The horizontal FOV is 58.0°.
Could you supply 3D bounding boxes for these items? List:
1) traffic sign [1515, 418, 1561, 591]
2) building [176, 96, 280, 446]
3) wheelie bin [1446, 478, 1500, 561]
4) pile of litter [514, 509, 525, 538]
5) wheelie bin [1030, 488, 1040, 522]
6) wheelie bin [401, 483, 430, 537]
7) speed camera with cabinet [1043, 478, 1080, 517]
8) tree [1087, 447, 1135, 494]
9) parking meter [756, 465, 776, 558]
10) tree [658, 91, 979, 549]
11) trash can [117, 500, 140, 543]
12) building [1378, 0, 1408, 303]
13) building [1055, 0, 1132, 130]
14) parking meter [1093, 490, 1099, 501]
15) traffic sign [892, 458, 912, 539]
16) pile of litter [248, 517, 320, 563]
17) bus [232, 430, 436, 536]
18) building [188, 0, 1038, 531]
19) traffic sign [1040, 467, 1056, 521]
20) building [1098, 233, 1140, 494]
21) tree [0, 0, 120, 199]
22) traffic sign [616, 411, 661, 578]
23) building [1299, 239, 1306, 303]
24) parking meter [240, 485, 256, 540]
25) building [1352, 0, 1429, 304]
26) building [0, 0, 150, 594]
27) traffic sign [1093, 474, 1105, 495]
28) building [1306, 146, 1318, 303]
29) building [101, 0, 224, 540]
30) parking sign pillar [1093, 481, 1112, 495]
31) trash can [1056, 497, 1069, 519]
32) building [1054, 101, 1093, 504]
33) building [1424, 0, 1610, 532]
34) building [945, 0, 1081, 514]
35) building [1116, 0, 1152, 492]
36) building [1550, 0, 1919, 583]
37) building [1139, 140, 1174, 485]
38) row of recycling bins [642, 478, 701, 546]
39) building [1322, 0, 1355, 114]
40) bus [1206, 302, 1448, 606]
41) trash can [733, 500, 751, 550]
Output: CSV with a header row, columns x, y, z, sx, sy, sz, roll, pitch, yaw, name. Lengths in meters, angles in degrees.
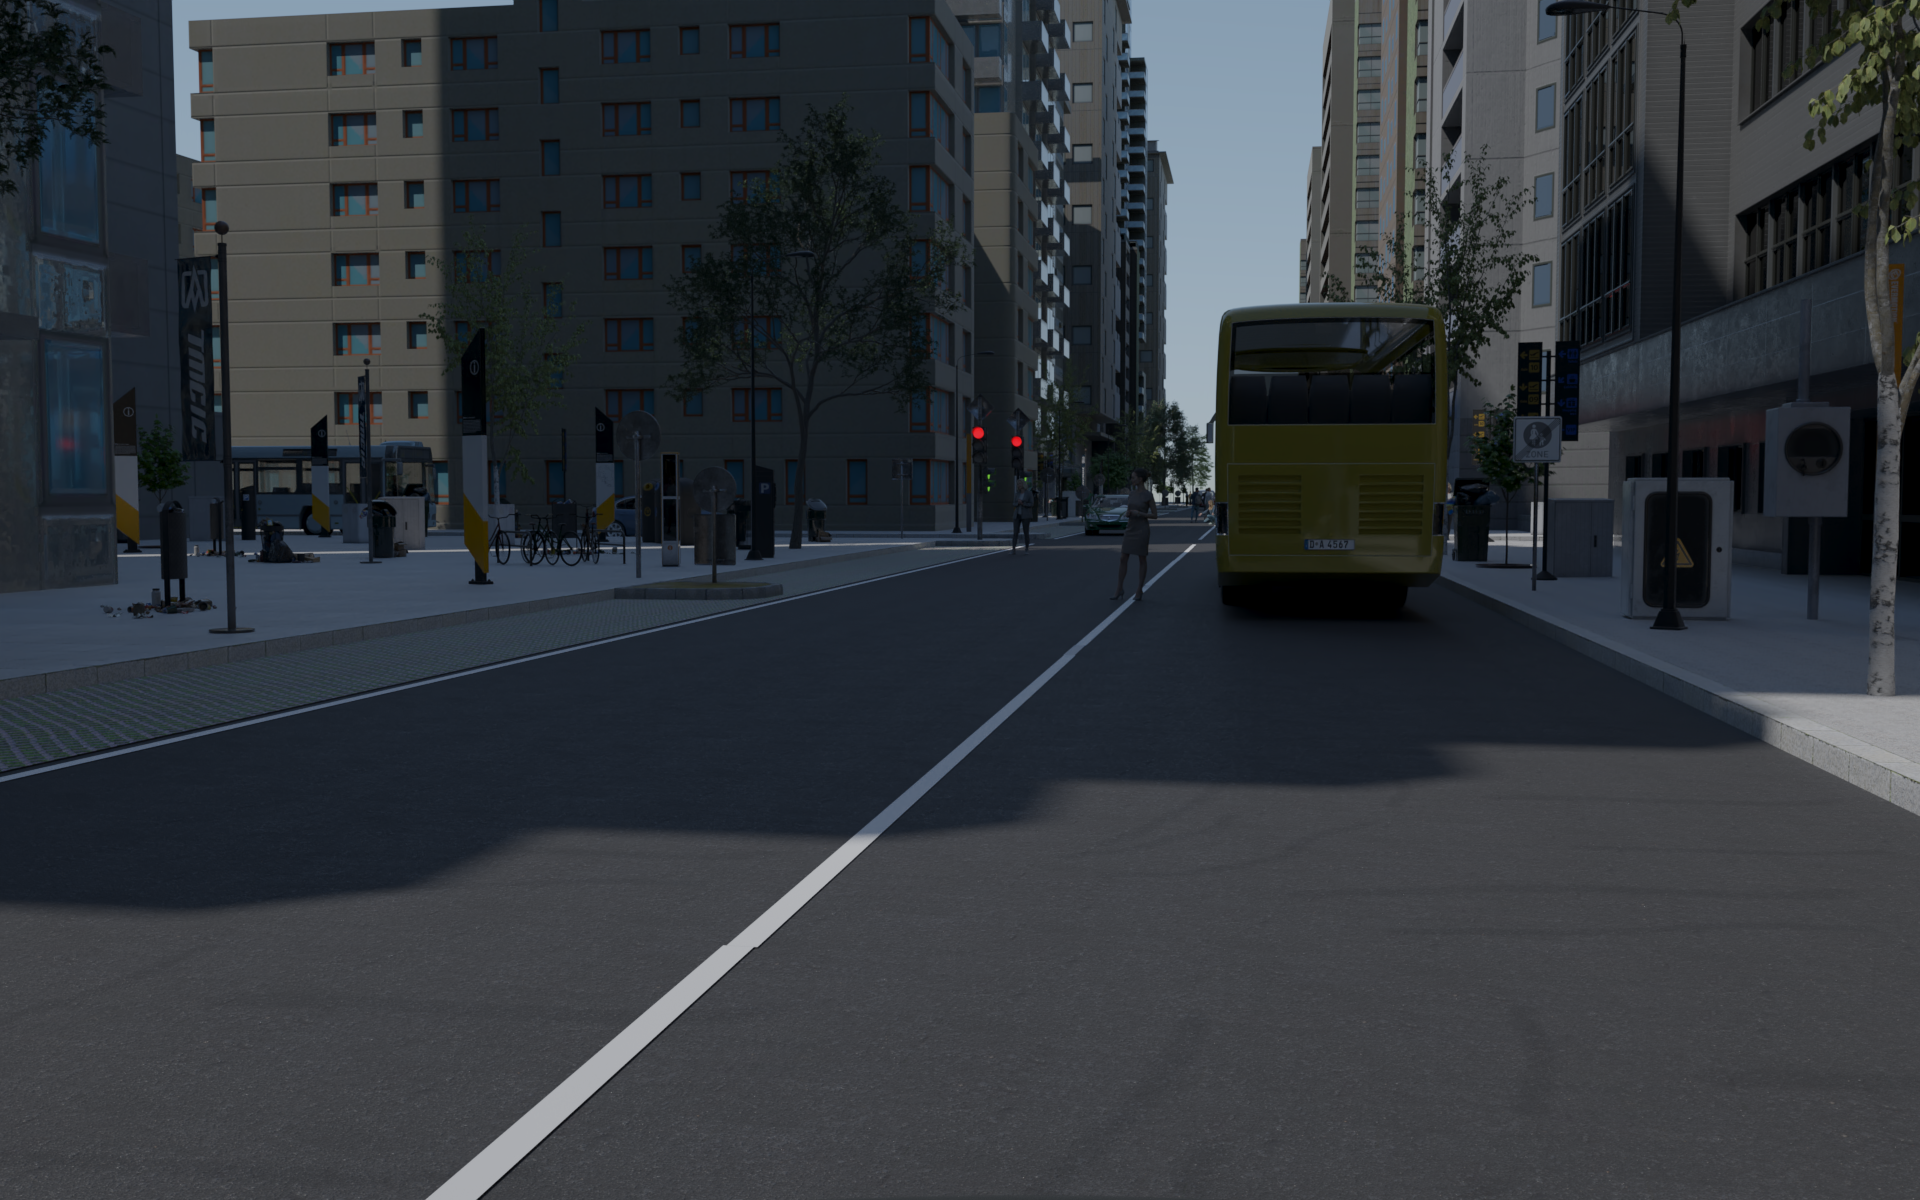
x,y,z,sx,sy,sz,roll,pitch,yaw,name
7.617,-1.271,22.916,0.606,2.300,0.079,1,4,10,traffic sign
-54.830,-14.697,85.338,28.899,21.520,27.650,1,4,10,building
9.811,-1.541,33.105,0.980,1.594,0.693,0,4,8,wheelie bin
-13.279,-2.238,50.559,1.176,0.858,1.719,-2,4,-33,pile of litter
3.339,-4.391,79.695,0.693,1.594,0.980,0,4,3,wheelie bin
-16.162,-2.665,51.481,0.693,1.594,0.980,2,4,26,wheelie bin
5.627,-6.201,95.729,2.038,3.252,0.660,0,4,6,speed camera with cabinet
10.432,-8.314,119.644,4.285,4.588,4.351,0,3,0,tree
-3.895,-1.779,34.798,0.399,1.863,0.255,0,4,-1,parking meter
-3.557,-6.468,40.159,7.601,10.594,8.767,2,4,23,tree
-21.754,-2.049,45.149,0.748,1.137,0.748,0,3,0,trash can
33.133,-27.847,105.417,14.600,45.320,14.200,1,4,10,building
1.645,-35.572,170.839,28.713,52.752,27.495,1,4,10,building
8.938,-6.457,113.981,0.372,1.533,0.369,0,3,0,parking meter
-1.668,-2.913,49.754,0.606,2.300,0.079,1,4,14,traffic sign
-12.780,-1.146,32.695,1.176,0.858,1.719,-3,4,-37,pile of litter
-22.969,-3.772,56.538,13.247,3.499,2.948,1,4,11,bus
-12.096,-14.097,75.525,27.650,21.520,28.899,1,4,10,building
4.162,-5.034,82.415,0.768,2.556,0.104,1,4,17,traffic sign
12.276,-25.645,191.003,14.160,30.474,14.107,1,4,10,building
-7.798,-4.560,8.963,7.601,10.594,8.767,0,4,5,tree
-4.921,-1.611,26.445,0.768,2.556,0.104,1,4,19,traffic sign
61.184,-36.295,277.013,14.154,41.232,14.086,1,4,10,building
-19.830,-2.436,48.242,0.372,1.533,0.369,0,3,0,parking meter
39.017,-27.991,141.246,14.154,41.232,14.086,1,4,10,building
-23.522,-24.000,12.013,23.786,49.044,30.456,1,4,10,building
8.796,-6.690,109.488,0.768,2.556,0.104,1,4,18,traffic sign
56.633,-36.962,228.034,21.300,48.544,21.600,1,4,10,building
-33.831,-36.909,41.715,20.611,71.187,20.563,1,4,10,building
10.430,-8.455,126.710,1.447,3.967,1.447,1,4,20,parking sign pillar
5.300,-4.775,89.723,0.748,1.137,0.748,0,3,0,trash can
-4.224,-27.742,145.460,32.217,40.220,23.993,1,4,10,building
32.238,-31.793,61.812,28.212,58.520,21.231,1,4,10,building
-4.822,-30.091,111.599,23.786,49.044,30.456,1,4,10,building
15.107,-56.227,231.982,22.319,86.520,31.000,1,4,10,building
18.917,-12.684,26.454,14.314,24.678,30.058,1,4,10,building
17.358,-41.213,263.064,28.713,52.752,27.495,1,4,10,building
-7.436,-2.302,44.757,1.069,1.692,3.534,-1,4,-23,row of recycling bins
44.297,-32.729,158.819,21.300,48.544,21.600,1,4,10,building
4.988,-2.054,25.134,2.896,3.916,12.252,1,4,8,bus
-4.916,-1.738,40.064,0.748,1.137,0.748,0,3,0,trash can
